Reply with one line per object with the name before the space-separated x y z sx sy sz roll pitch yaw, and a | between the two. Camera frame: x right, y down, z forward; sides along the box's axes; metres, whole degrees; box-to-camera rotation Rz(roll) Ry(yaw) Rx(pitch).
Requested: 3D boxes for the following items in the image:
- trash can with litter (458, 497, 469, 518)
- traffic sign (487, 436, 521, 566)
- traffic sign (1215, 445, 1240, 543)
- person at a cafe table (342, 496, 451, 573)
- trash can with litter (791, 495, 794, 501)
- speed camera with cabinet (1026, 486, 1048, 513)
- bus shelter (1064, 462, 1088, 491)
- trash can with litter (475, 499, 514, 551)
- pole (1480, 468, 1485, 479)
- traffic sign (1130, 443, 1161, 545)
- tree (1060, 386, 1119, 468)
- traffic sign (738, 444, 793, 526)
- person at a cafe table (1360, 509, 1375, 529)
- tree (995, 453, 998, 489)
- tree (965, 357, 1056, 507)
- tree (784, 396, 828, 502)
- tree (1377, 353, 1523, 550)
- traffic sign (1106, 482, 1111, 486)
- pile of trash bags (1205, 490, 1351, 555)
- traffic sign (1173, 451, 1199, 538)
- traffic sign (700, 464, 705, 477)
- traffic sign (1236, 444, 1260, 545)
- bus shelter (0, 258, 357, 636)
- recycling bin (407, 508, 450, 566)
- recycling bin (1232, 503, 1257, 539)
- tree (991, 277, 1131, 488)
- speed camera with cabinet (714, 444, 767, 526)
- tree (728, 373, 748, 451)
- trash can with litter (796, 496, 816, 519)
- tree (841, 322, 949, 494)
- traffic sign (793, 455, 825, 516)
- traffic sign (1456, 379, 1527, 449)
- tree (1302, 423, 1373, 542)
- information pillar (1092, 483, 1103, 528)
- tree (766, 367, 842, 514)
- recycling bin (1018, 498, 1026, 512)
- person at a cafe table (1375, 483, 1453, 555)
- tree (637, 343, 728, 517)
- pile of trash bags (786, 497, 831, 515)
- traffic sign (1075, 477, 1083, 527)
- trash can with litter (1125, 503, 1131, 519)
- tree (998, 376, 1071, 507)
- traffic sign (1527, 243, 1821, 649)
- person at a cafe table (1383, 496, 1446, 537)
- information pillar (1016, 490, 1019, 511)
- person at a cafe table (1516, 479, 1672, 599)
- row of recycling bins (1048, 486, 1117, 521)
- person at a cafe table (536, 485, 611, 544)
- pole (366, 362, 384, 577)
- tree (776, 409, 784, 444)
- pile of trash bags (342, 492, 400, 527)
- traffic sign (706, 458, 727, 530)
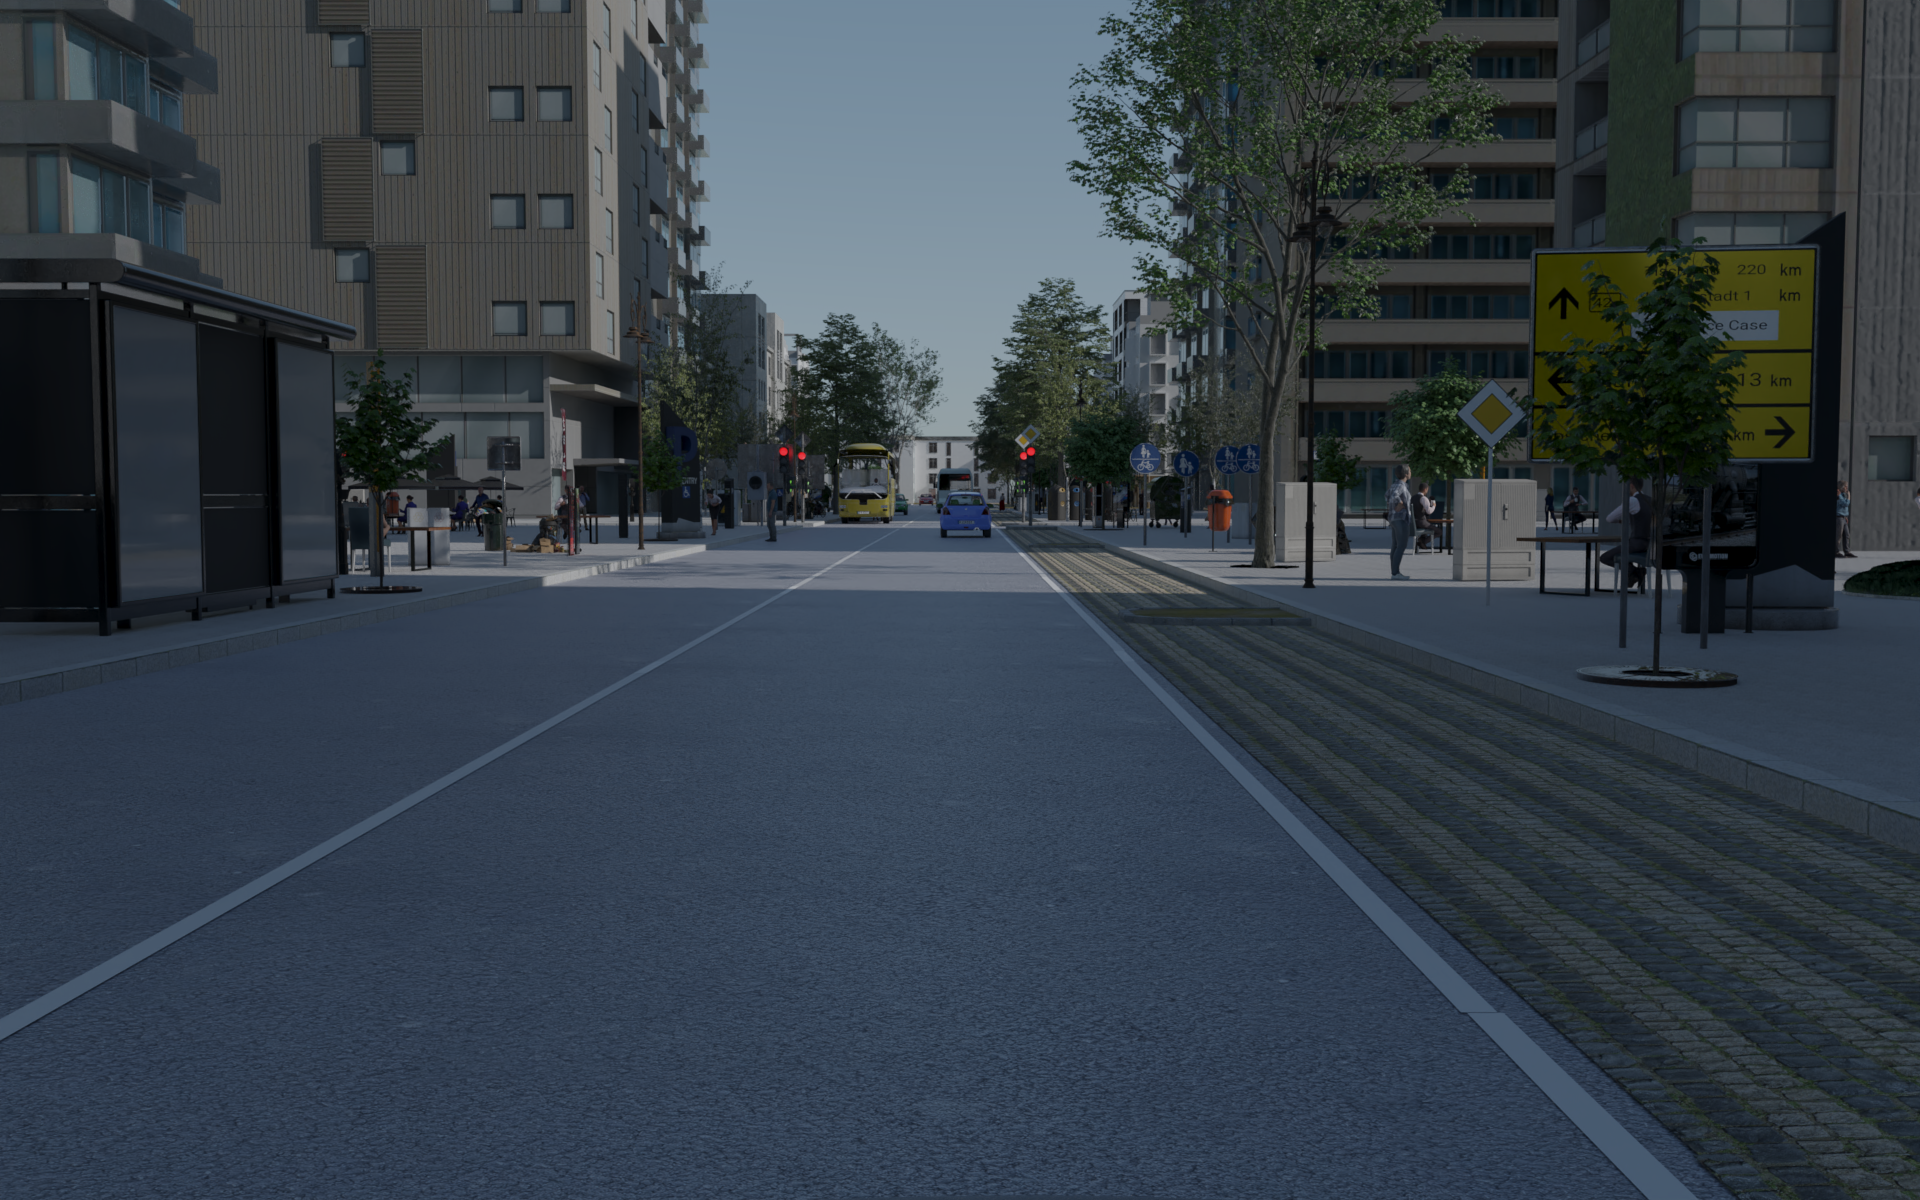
trash can with litter | -22.855 -4.178 79.699 0.624 1.170 1.055 -1 4 -23
traffic sign | -8.079 -1.747 30.701 0.606 2.300 0.079 0 4 3
traffic sign | 7.068 -2.779 45.536 0.768 2.556 0.104 0 4 3
person at a cafe table | -9.577 -1.091 28.699 1.698 1.238 1.726 0 4 4
trash can with litter | -10.397 -5.981 108.850 1.678 1.210 2.233 -1 4 -9
speed camera with cabinet | 5.123 -7.484 116.704 0.660 3.252 2.038 2 4 25
bus shelter | 7.834 -7.847 119.588 1.731 3.624 6.357 0 3 0
trash can with litter | -10.542 -1.709 39.330 0.624 1.170 1.055 0 4 3
pole | 21.087 -4.654 69.938 0.158 3.312 0.155 0 3 0
traffic sign | 4.623 -2.636 43.198 0.768 2.556 0.104 1 4 10
tree | 11.312 -12.993 146.848 7.601 10.594 8.767 0 4 4
traffic sign | -7.905 -4.681 70.411 2.265 3.308 0.079 0 4 1
person at a cafe table | 15.588 -3.376 63.712 1.622 1.524 1.698 1 4 10
tree | 5.012 -13.456 170.373 4.360 8.622 3.978 0 3 0
tree | 5.198 -15.474 159.658 9.857 13.997 8.962 0 3 0
tree | -11.541 -10.780 126.613 4.360 8.622 3.978 0 3 0
tree | 11.387 -3.481 40.623 4.285 4.588 4.351 0 3 0
traffic sign | 7.458 -5.266 86.208 0.768 2.556 0.104 0 4 2
pile of trash bags | 6.859 -1.713 37.766 3.447 1.369 1.912 3 5 39
traffic sign | 6.641 -3.107 50.898 0.768 2.556 0.104 0 4 3
traffic sign | -10.781 -4.310 70.581 0.768 2.556 0.104 0 4 6
traffic sign | 7.368 -2.679 43.900 0.768 2.556 0.104 0 4 4
bus shelter | -8.488 -2.403 16.924 2.179 5.291 8.768 0 3 0
recycling bin | -9.633 -1.152 31.389 0.722 1.027 0.722 -1 4 -18
recycling bin | 8.311 -2.281 49.856 0.722 1.027 0.722 -2 4 -31
tree | 4.972 -10.601 91.448 7.486 12.596 7.792 0 3 0
speed camera with cabinet | -8.755 -4.562 68.931 2.038 3.252 0.660 0 4 6
tree | -14.052 -9.000 97.519 4.737 8.622 4.395 0 3 0
trash can with litter | -7.861 -4.675 87.829 1.055 1.170 0.624 -1 4 -22
tree | -7.433 -20.380 189.101 12.611 20.169 13.585 0 3 0
traffic sign | -8.159 -5.876 89.952 2.265 3.308 0.079 0 4 4
traffic sign | 6.094 -1.230 19.837 0.795 2.593 0.064 0 4 4
tree | 9.901 -3.164 46.331 1.663 3.219 1.824 0 3 0
information pillar | 5.183 -3.717 65.263 0.304 2.012 0.304 -1 4 -17
tree | -9.213 -9.148 99.929 4.737 8.622 4.395 0 3 0
recycling bin | 4.652 -6.987 126.795 0.722 1.027 0.722 -1 4 -13
person at a cafe table | 10.092 -1.732 36.836 1.622 1.524 1.698 -2 4 -27
tree | -13.742 -8.197 84.378 4.737 8.622 4.395 0 3 0
pile of trash bags | -9.837 -5.792 104.459 1.912 1.369 3.447 3 5 43
traffic sign | 4.687 -4.082 66.843 0.768 2.556 0.104 0 4 6
trash can with litter | 8.406 -4.805 89.941 0.624 1.170 1.055 -2 4 -26
tree | 5.255 -9.315 102.658 4.360 8.622 3.978 0 3 0
traffic sign | 5.851 -1.250 14.306 2.265 3.308 0.079 1 4 8
person at a cafe table | 13.684 -2.466 51.183 1.698 1.238 1.726 -1 4 -14
information pillar | 4.595 -7.989 135.108 0.304 2.012 0.304 -1 4 -23
person at a cafe table | 8.279 -0.821 21.934 1.698 1.524 1.622 -2 4 -30
row of recycling bins | 5.990 -4.699 83.937 3.534 1.692 1.069 -1 4 -10
person at a cafe table | -10.025 -2.207 44.604 1.698 1.524 1.622 -2 4 -24
pole | -9.054 -2.017 26.815 0.158 3.312 0.155 0 3 0
tree | -14.511 -10.235 117.697 4.360 8.622 3.978 0 3 0
pile of trash bags | -23.179 -3.585 68.364 3.447 1.369 1.912 3 4 39
traffic sign | -8.653 -3.758 61.548 0.768 2.556 0.104 0 4 0
